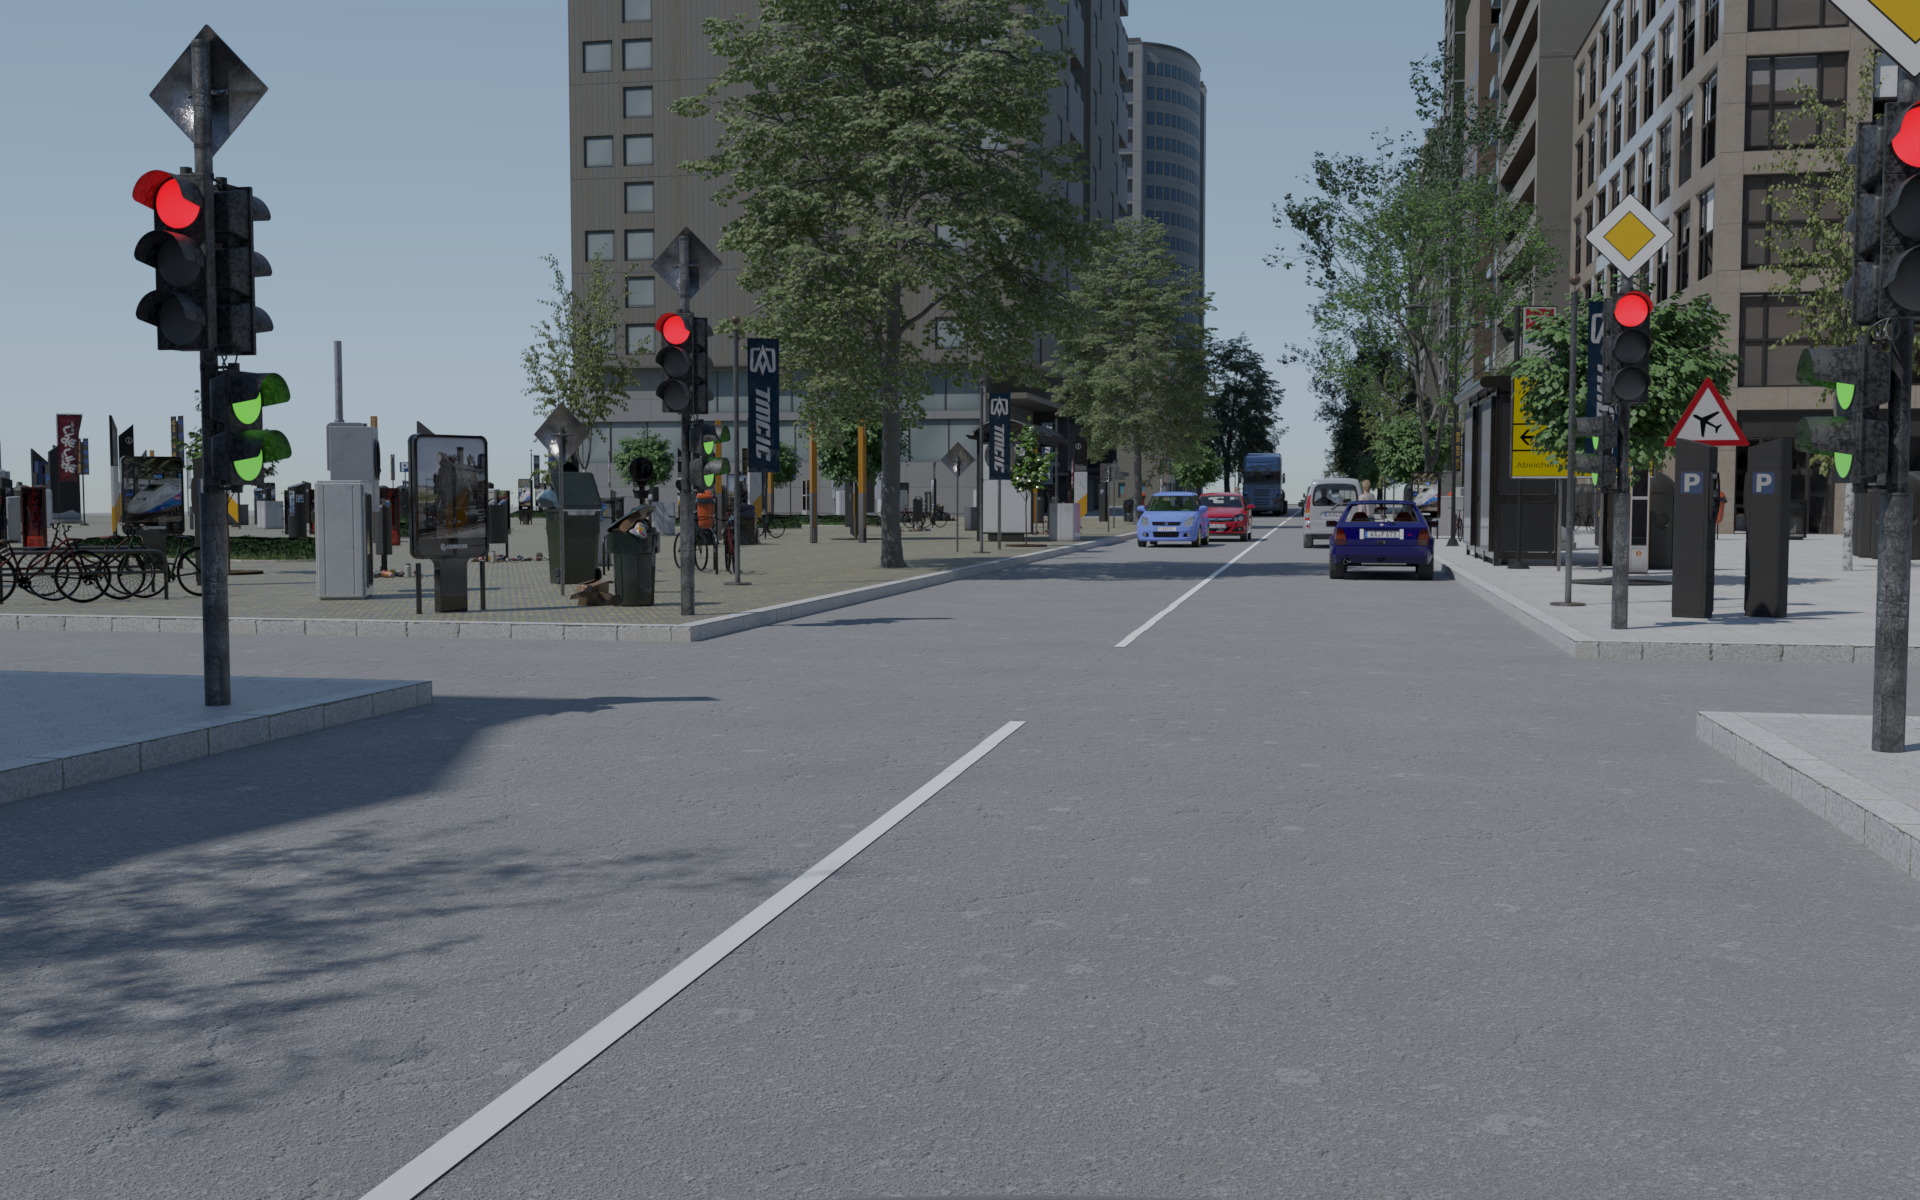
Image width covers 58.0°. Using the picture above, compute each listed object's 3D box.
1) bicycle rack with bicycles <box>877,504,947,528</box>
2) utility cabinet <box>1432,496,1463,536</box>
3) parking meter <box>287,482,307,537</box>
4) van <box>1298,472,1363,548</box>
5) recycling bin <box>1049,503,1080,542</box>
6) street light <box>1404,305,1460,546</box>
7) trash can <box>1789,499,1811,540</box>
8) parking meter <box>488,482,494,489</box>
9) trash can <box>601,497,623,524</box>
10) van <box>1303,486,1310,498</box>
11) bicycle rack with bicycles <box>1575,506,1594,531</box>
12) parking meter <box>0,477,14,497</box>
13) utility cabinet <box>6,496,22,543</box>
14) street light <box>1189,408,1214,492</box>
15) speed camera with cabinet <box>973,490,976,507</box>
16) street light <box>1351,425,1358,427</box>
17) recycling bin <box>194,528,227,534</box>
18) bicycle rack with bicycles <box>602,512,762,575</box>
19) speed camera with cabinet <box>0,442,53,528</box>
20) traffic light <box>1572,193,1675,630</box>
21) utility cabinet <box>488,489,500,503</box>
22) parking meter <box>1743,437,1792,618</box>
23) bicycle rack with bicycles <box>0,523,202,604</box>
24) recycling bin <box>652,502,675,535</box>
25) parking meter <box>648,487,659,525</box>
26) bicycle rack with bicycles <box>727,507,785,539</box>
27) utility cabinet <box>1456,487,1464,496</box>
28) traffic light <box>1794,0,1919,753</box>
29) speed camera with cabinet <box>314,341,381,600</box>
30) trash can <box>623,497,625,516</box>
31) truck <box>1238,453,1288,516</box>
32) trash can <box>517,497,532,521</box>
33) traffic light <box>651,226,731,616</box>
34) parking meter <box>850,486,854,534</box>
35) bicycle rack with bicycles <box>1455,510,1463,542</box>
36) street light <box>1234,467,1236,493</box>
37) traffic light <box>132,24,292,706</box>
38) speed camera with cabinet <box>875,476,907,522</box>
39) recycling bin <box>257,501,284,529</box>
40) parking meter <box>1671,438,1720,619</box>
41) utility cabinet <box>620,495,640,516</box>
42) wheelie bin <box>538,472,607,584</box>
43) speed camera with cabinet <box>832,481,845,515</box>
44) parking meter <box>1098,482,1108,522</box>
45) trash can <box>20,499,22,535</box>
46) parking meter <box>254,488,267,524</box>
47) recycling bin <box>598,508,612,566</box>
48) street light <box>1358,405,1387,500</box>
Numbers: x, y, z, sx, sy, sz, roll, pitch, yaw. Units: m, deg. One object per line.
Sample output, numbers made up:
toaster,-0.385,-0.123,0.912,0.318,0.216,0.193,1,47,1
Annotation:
bicycle rack with bicycles,-1.922,-3.219,66.017,2.925,0.926,2.852,-1,4,-13
utility cabinet,15.000,-2.567,53.133,1.020,1.237,0.306,0,4,-1
parking meter,-14.314,-1.774,37.413,0.372,1.533,0.369,0,3,0
van,10.187,-2.448,47.036,2.013,2.044,4.112,1,4,12
recycling bin,2.840,-2.109,47.031,0.722,1.027,0.722,1,4,18
street light,11.588,-4.281,42.527,1.470,5.913,1.316,1,4,12
trash can,23.329,-2.247,48.387,0.748,1.137,0.748,0,3,0
parking meter,-22.692,-4.770,83.700,0.255,1.863,0.399,-3,5,-40
trash can,-14.084,-3.524,69.271,0.748,1.137,0.748,0,3,0
van,28.466,-8.160,137.803,2.240,2.365,5.245,1,4,10
bicycle rack with bicycles,22.348,-2.862,60.183,2.925,0.926,2.852,-3,5,-39
parking meter,-32.822,-3.300,59.672,0.399,1.863,0.255,-3,5,-41
utility cabinet,-24.908,-2.101,45.516,0.306,1.237,1.020,-2,4,-34
street light,12.930,-7.384,93.263,1.470,5.913,1.316,1,4,12
speed camera with cabinet,1.543,-4.390,66.105,2.038,3.252,0.660,1,4,23
street light,27.143,-8.847,117.190,1.470,5.913,1.316,1,4,12
recycling bin,-20.155,-2.081,46.585,0.722,1.027,0.722,-2,4,-35
bicycle rack with bicycles,-4.779,-0.923,28.471,2.852,0.926,2.925,0,4,-8
speed camera with cabinet,-35.620,-4.365,65.710,2.038,3.252,0.660,-2,4,-29
traffic light,6.250,-1.678,16.354,0.839,4.253,0.868,1,4,12
utility cabinet,-20.022,-3.973,73.632,1.173,1.500,0.318,3,5,42
parking meter,8.415,-0.756,18.071,0.255,1.863,0.399,-3,5,-41
bicycle rack with bicycles,-10.625,-0.483,21.287,2.925,0.926,2.852,-2,4,-28
recycling bin,-9.393,-2.587,54.852,0.722,1.027,0.722,-1,4,-10
parking meter,-10.701,-3.187,60.512,0.372,1.533,0.369,0,3,0
bicycle rack with bicycles,-6.504,-2.247,50.121,2.925,0.926,2.852,-1,4,-18
utility cabinet,16.691,-2.935,56.662,1.173,1.500,0.318,-2,4,-31
traffic light,4.617,-1.200,8.537,0.839,4.253,0.868,1,4,12
speed camera with cabinet,-7.697,-1.681,21.821,0.660,3.252,2.038,-1,4,-13
trash can,-17.241,-4.626,87.293,0.748,1.137,0.748,0,3,0
truck,21.168,-7.938,119.551,2.967,4.110,18.799,1,4,12
trash can,-20.645,-4.317,82.228,0.748,1.137,0.748,0,3,0
traffic light,-2.868,-1.793,18.235,0.839,4.253,0.868,1,4,12
parking meter,-3.318,-2.858,55.135,0.372,1.533,0.369,0,3,0
bicycle rack with bicycles,14.357,-2.009,46.228,2.852,0.926,2.925,1,4,12
street light,22.936,-10.298,140.912,1.470,5.913,1.316,1,4,12
traffic light,-4.502,-1.315,10.419,0.839,4.253,0.868,1,4,12
speed camera with cabinet,-3.184,-5.189,79.171,0.660,3.252,2.038,2,4,31
recycling bin,-25.321,-3.122,63.600,0.722,1.027,0.722,-3,5,-44
parking meter,7.623,-0.748,17.936,0.399,1.863,0.255,3,5,42
utility cabinet,-17.020,-4.782,89.340,1.020,1.237,0.306,-1,4,-12
wheelie bin,-5.582,-1.035,24.833,0.980,1.594,0.693,-2,4,-35
speed camera with cabinet,-6.039,-5.728,87.994,0.660,3.252,2.038,-1,4,-15
parking meter,6.666,-4.580,80.595,0.399,1.863,0.255,3,5,40
trash can,-29.368,-2.608,54.298,0.748,1.137,0.748,0,3,0
parking meter,-29.665,-3.967,73.263,0.372,1.533,0.369,0,3,0
recycling bin,-6.714,-1.124,30.937,0.722,1.027,0.722,2,4,29
street light,21.528,-7.180,89.938,1.470,5.913,1.316,1,4,12
